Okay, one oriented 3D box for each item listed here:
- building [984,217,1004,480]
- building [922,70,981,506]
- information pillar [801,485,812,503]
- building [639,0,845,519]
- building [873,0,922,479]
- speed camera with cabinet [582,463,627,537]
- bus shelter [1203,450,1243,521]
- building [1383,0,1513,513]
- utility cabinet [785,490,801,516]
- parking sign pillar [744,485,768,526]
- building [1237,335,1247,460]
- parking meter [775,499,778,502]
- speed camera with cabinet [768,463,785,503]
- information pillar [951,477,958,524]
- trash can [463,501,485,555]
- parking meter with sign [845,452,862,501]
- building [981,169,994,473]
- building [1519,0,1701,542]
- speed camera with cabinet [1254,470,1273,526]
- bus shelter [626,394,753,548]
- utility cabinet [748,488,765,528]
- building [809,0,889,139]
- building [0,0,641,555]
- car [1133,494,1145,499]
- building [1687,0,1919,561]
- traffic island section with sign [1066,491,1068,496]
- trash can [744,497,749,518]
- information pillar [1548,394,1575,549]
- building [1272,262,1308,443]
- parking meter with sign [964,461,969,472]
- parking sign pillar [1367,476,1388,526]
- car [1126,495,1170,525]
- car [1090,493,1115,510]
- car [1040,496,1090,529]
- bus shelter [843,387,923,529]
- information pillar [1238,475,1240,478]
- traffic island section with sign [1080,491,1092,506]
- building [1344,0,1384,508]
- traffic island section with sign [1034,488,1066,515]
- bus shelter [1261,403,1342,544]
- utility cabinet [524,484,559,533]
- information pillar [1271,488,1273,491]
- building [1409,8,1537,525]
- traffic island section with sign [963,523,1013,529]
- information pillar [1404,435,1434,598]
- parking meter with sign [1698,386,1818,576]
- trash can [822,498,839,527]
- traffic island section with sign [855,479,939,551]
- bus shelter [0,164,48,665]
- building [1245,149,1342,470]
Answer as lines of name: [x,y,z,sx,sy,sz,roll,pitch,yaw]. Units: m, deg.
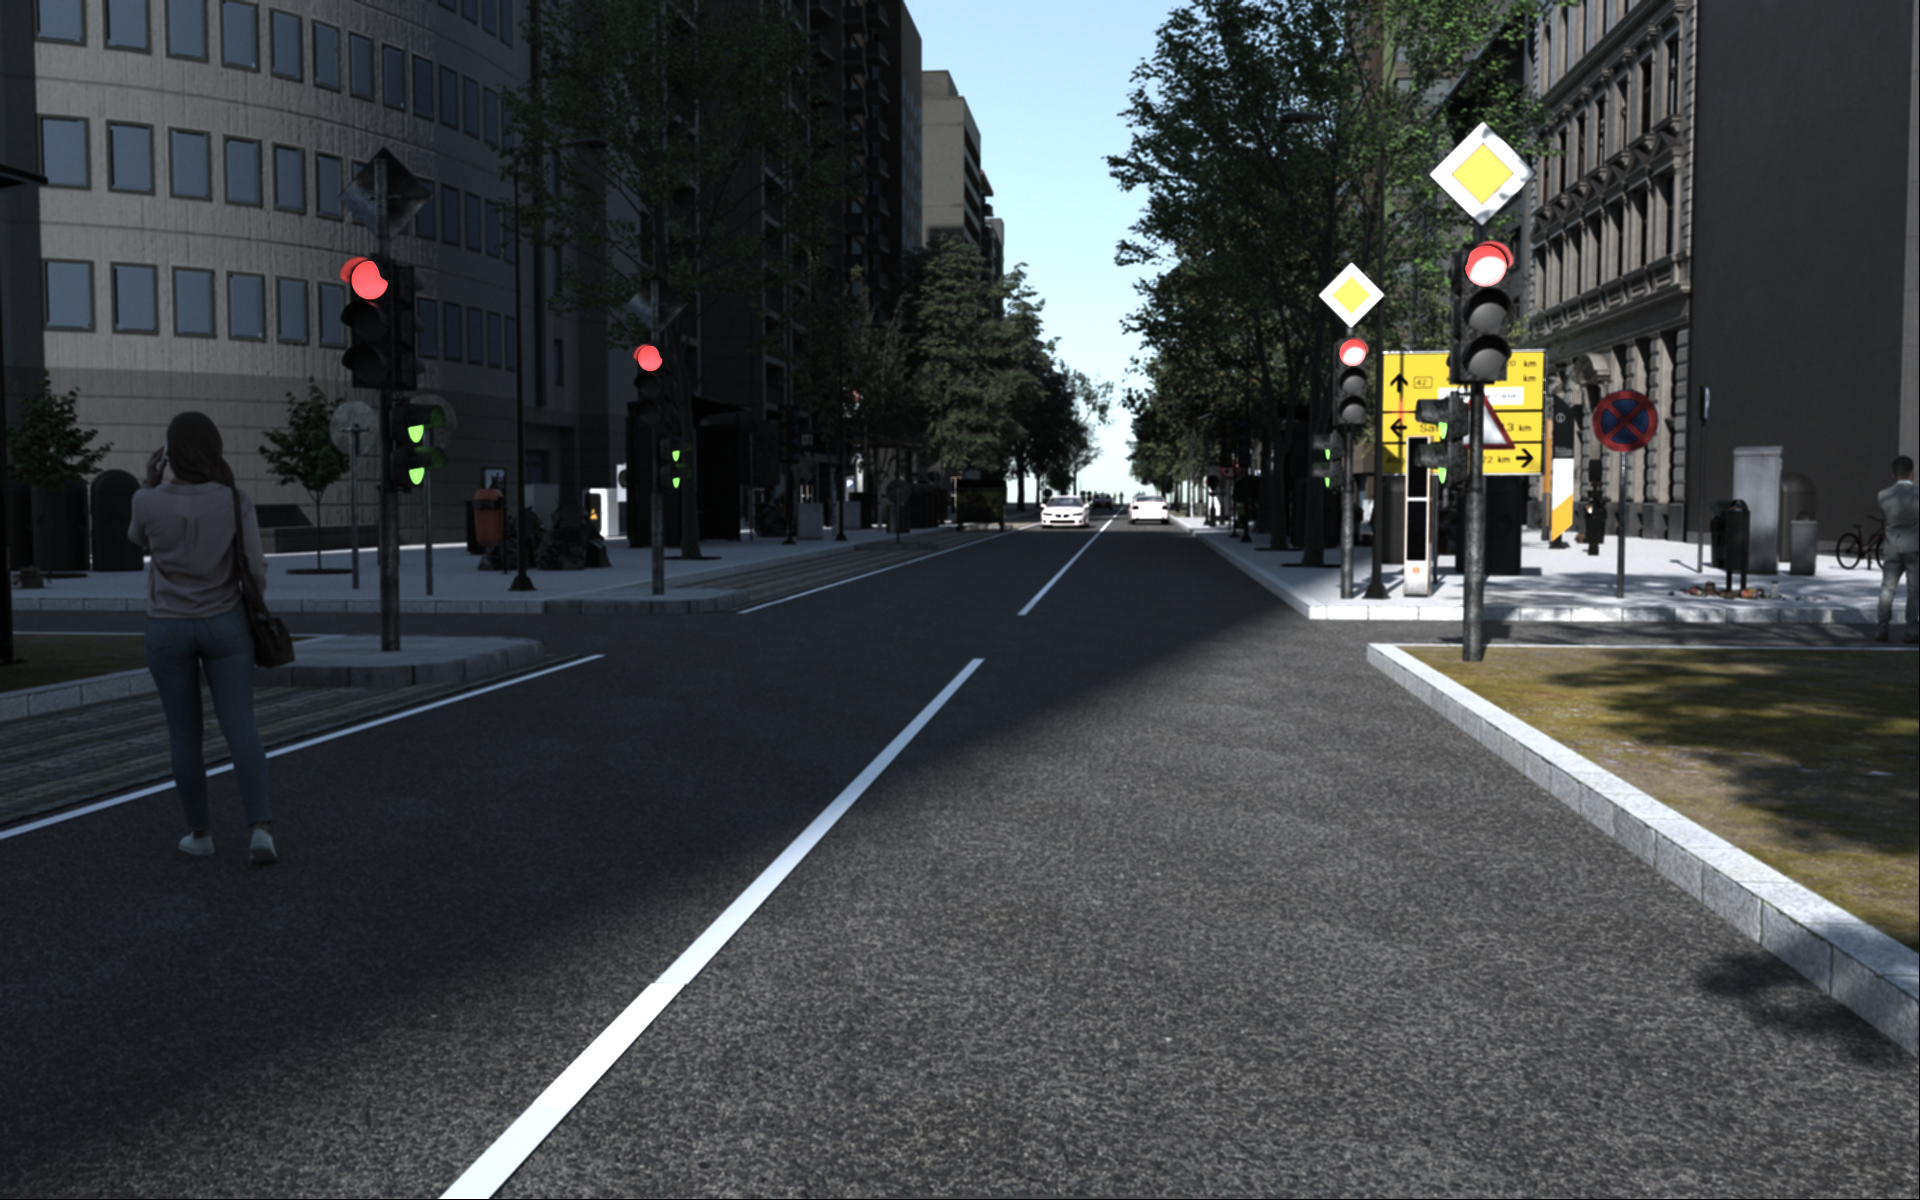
building: [-1.162,-34.647,250.074,14.154,41.232,14.086,0,4,6]
building: [-9.116,-35.448,203.278,21.300,48.544,21.600,0,4,6]
information pillar: [-5.762,-3.711,65.163,0.304,2.012,0.304,2,4,31]
building: [-18.222,-41.008,108.739,20.563,71.187,20.611,0,4,6]
building: [-11.117,-30.894,155.233,14.600,45.320,14.200,0,4,6]
speed camera with cabinet: [-10.304,-3.497,51.515,2.038,3.252,0.660,2,4,30]
bus shelter: [12.181,-5.224,79.335,2.014,3.302,5.546,0,4,6]
building: [32.770,-25.841,106.090,14.154,41.232,14.086,0,4,6]
utility cabinet: [-9.349,-5.459,97.941,1.173,1.500,0.318,0,4,-8]
parking sign pillar: [-7.985,-4.977,69.852,1.447,3.967,1.447,-1,4,-10]
building: [46.693,-36.374,244.818,14.600,45.320,14.200,0,4,6]
parking meter: [-9.940,-5.438,94.627,0.255,1.863,0.399,-1,4,-23]
speed camera with cabinet: [-8.925,-5.293,80.882,0.660,3.252,2.038,-3,4,-37]
information pillar: [-0.172,-4.312,74.988,0.304,2.012,0.304,-3,4,-38]
trash can: [-10.137,-1.532,36.696,0.748,1.137,0.748,0,3,0]
parking meter with sign: [-4.468,-4.571,71.000,0.543,3.016,1.738,1,4,10]
building: [-7.160,-35.132,229.026,22.147,44.769,28.867,0,4,6]
building: [25.011,-13.790,54.340,11.050,23.489,19.941,0,4,6]
speed camera with cabinet: [11.777,-4.406,66.369,0.660,3.252,2.038,1,4,22]
bus shelter: [-6.779,-3.225,44.011,1.731,3.624,6.357,0,4,6]
utility cabinet: [-7.742,-3.498,65.865,0.318,1.500,1.173,1,4,10]
building: [-17.456,-29.337,134.288,22.147,44.769,28.867,0,4,6]
building: [-23.133,-30.898,47.189,21.231,58.520,28.212,0,4,6]
car: [23.705,-13.357,227.426,2.155,1.783,4.494,0,4,6]
building: [30.078,-14.842,36.178,24.014,27.812,14.314,0,4,6]
traffic island section with sign: [8.961,-8.556,148.514,1.989,1.847,2.006,0,4,6]
trash can: [-10.908,-4.798,90.096,0.748,1.137,0.748,0,3,0]
information pillar: [14.087,-3.007,40.518,0.504,3.616,0.183,0,4,-1]
building: [42.726,-26.332,202.226,14.160,30.474,14.107,0,4,6]
parking meter with sign: [0.401,-5.927,93.172,0.543,3.016,1.738,1,4,13]
parking sign pillar: [17.362,-5.024,70.615,1.447,3.967,1.447,2,4,34]
car: [8.963,-4.277,82.293,2.083,1.381,4.827,0,4,4]
car: [12.698,-8.892,154.425,2.155,1.783,4.494,0,4,4]
car: [4.480,-3.727,73.302,2.083,1.381,4.827,0,4,7]
bus shelter: [-3.049,-5.506,67.648,2.179,5.291,8.768,0,4,6]
information pillar: [10.783,-3.760,65.964,0.304,2.012,0.304,3,4,38]
traffic island section with sign: [17.301,-13.579,230.639,1.989,1.847,2.006,0,4,6]
building: [34.303,-28.739,119.999,14.600,45.320,14.200,0,4,6]
traffic island section with sign: [6.236,-6.916,121.697,1.989,1.847,2.006,0,4,6]
bus shelter: [9.350,-3.443,47.581,1.731,3.624,6.357,0,4,6]
utility cabinet: [-9.305,-1.820,38.431,0.318,1.500,1.173,1,4,13]
information pillar: [11.725,-3.673,64.545,0.304,2.012,0.304,3,4,36]
building: [29.875,-15.907,79.140,14.314,24.678,30.058,0,4,6]
traffic island section with sign: [1.162,-3.861,71.752,1.989,1.847,2.006,0,4,6]
information pillar: [5.716,-1.045,21.576,0.304,2.012,0.304,2,4,24]
parking meter with sign: [12.739,-1.919,27.644,1.738,3.016,0.543,2,4,30]
trash can: [-4.980,-3.387,67.038,0.748,1.137,0.748,0,3,0]
traffic island section with sign: [-1.590,-2.200,44.601,1.989,1.847,2.006,0,4,6]
bus shelter: [-7.925,-1.144,9.995,1.731,3.624,6.357,0,4,6]
building: [47.604,-34.772,223.139,22.147,44.769,28.867,0,4,6]
